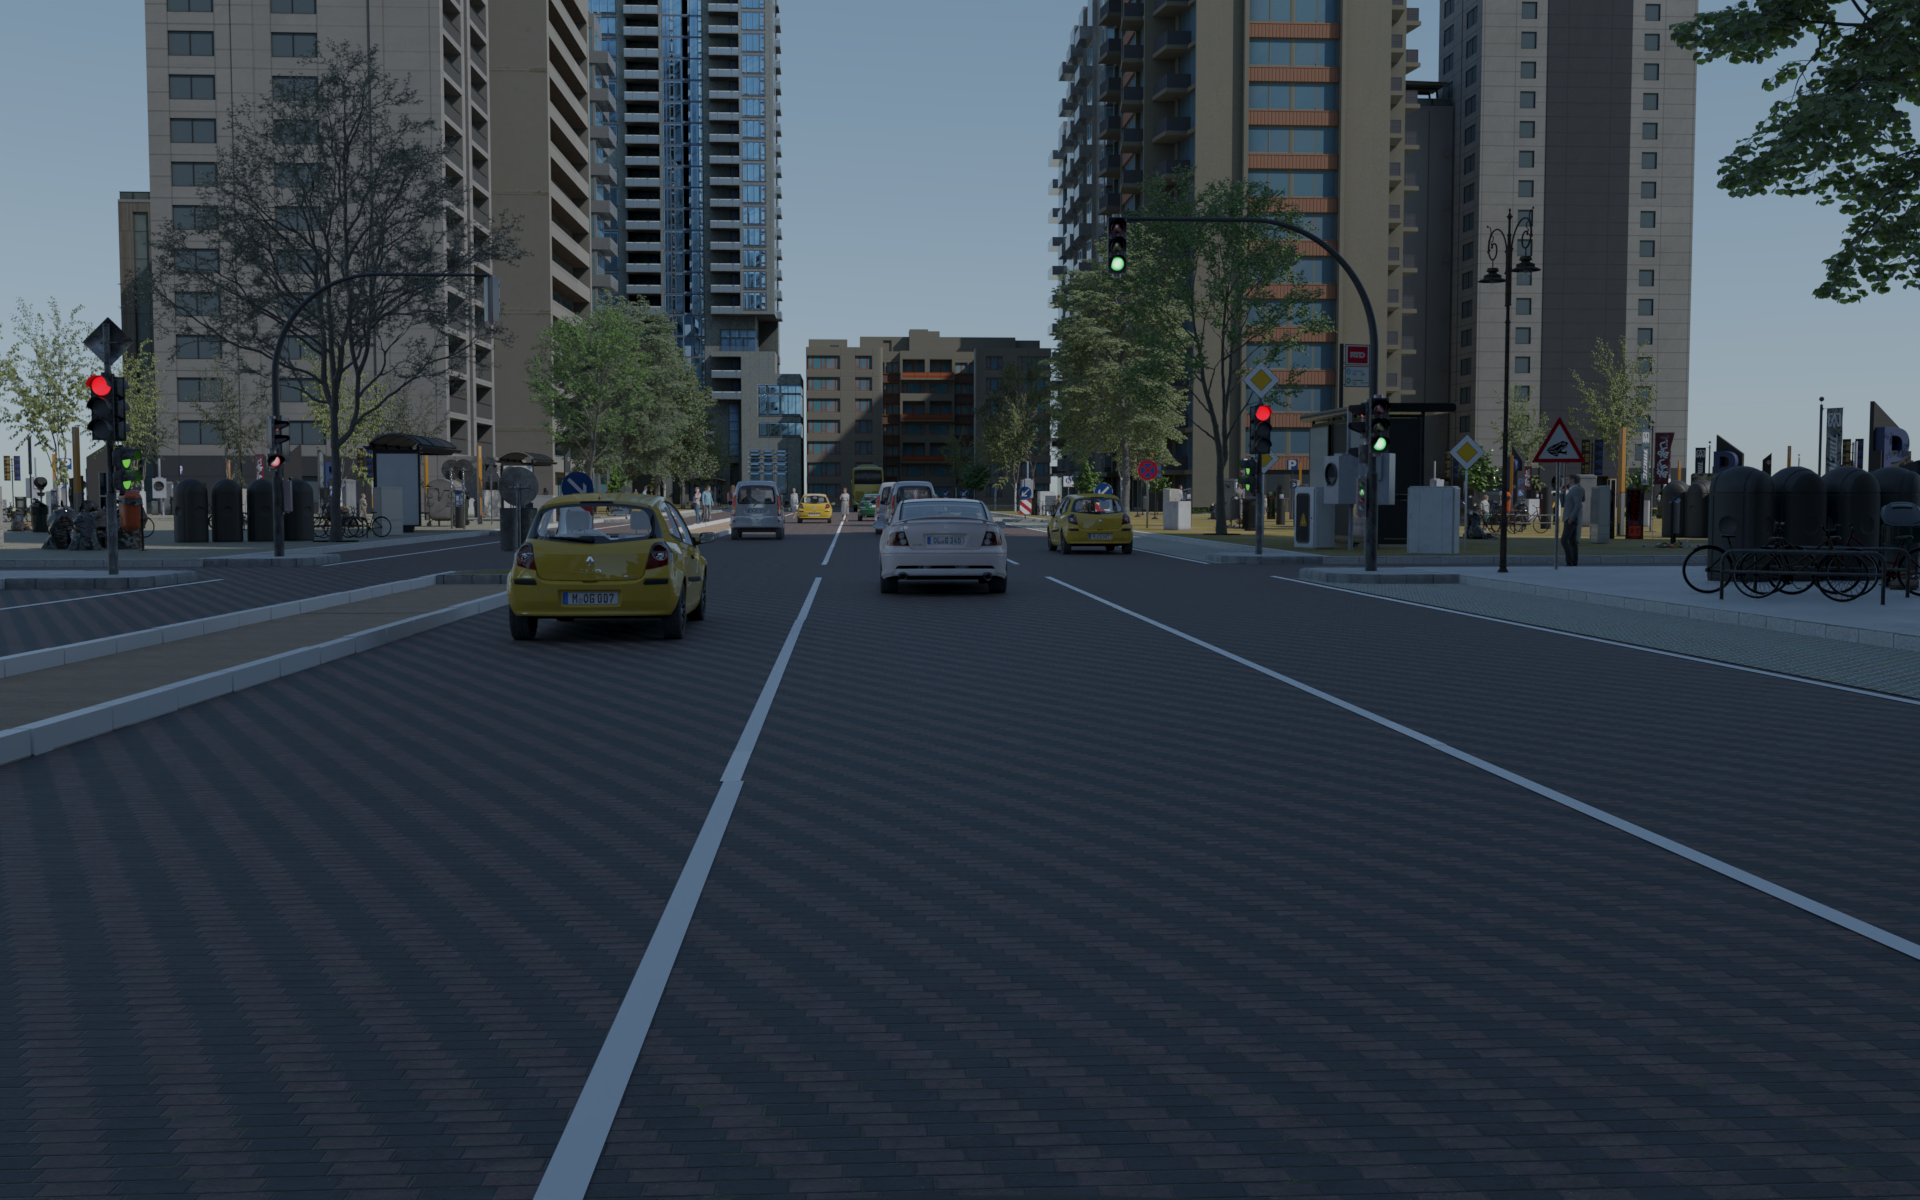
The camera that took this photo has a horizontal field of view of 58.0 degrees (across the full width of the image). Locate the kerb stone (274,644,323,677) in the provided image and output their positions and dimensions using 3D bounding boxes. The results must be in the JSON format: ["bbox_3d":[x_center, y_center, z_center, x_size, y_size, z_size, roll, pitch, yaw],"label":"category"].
[{"bbox_3d":[-5.409,0.498,14.054,0.120,0.150,1.000,0,4,-3],"label":"kerb stone"}]

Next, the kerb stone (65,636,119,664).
[{"bbox_3d":[-7.572,0.447,14.974,0.120,0.150,1.000,0,4,-3],"label":"kerb stone"}]

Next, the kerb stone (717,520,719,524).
[{"bbox_3d":[-11.657,-3.660,82.039,0.120,0.150,1.000,0,4,-3],"label":"kerb stone"}]

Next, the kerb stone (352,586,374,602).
[{"bbox_3d":[-8.067,-0.055,23.164,0.120,0.150,1.000,0,4,-3],"label":"kerb stone"}]

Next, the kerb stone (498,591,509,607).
[{"bbox_3d":[-5.904,0.000,22.251,0.120,0.150,1.000,0,4,-3],"label":"kerb stone"}]

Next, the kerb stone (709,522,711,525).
[{"bbox_3d":[-11.403,-3.407,77.958,0.120,0.150,1.000,0,4,-3],"label":"kerb stone"}]

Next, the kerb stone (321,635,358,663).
[{"bbox_3d":[-5.472,0.446,15.080,0.120,0.150,1.000,0,4,-3],"label":"kerb stone"}]

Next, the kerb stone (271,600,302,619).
[{"bbox_3d":[-7.884,0.129,20.099,0.120,0.150,1.000,0,4,-3],"label":"kerb stone"}]

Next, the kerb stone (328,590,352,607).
[{"bbox_3d":[-8.013,0.003,22.139,0.120,0.150,1.000,0,4,-3],"label":"kerb stone"}]

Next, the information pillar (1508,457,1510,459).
[{"bbox_3d":[30.771,-6.451,96.828,0.504,3.616,0.183,2,4,27],"label":"information pillar"}]

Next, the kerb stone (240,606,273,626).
[{"bbox_3d":[-7.824,0.191,19.079,0.120,0.150,1.000,0,4,-3],"label":"kerb stone"}]

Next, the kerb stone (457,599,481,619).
[{"bbox_3d":[-5.790,0.122,20.206,0.120,0.150,1.000,0,4,-3],"label":"kerb stone"}]

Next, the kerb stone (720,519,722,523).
[{"bbox_3d":[-11.776,-3.786,84.091,0.120,0.150,1.000,0,4,-3],"label":"kerb stone"}]

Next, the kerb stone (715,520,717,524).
[{"bbox_3d":[-11.585,-3.598,81.019,0.120,0.150,1.000,0,4,-3],"label":"kerb stone"}]

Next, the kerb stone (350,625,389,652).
[{"bbox_3d":[-5.530,0.373,16.101,0.120,0.150,1.000,0,4,-3],"label":"kerb stone"}]

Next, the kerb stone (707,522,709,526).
[{"bbox_3d":[-11.342,-3.348,76.931,0.120,0.150,1.000,0,4,-3],"label":"kerb stone"}]

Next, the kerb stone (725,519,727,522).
[{"bbox_3d":[-11.972,-3.973,87.156,0.120,0.150,1.000,0,4,-3],"label":"kerb stone"}]

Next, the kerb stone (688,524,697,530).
[{"bbox_3d":[-10.967,-2.968,70.787,0.120,0.150,1.000,0,4,-3],"label":"kerb stone"}]

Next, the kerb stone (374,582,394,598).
[{"bbox_3d":[-8.133,-0.122,24.192,0.120,0.150,1.000,0,4,-3],"label":"kerb stone"}]

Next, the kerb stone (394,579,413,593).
[{"bbox_3d":[-8.189,-0.185,25.213,0.120,0.150,1.000,0,4,-3],"label":"kerb stone"}]

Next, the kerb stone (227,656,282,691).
[{"bbox_3d":[-5.347,0.560,13.034,0.120,0.150,1.000,0,4,-3],"label":"kerb stone"}]

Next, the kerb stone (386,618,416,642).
[{"bbox_3d":[-5.595,0.311,17.136,0.120,0.150,1.000,0,4,-3],"label":"kerb stone"}]

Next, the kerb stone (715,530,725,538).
[{"bbox_3d":[-8.125,-2.230,58.652,0.120,0.150,1.000,0,4,-3],"label":"kerb stone"}]

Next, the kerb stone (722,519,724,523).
[{"bbox_3d":[-11.837,-3.848,85.111,0.120,0.150,1.000,0,4,-3],"label":"kerb stone"}]

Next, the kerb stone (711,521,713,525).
[{"bbox_3d":[-11.466,-3.473,78.978,0.120,0.150,1.000,0,4,-3],"label":"kerb stone"}]

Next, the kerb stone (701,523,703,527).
[{"bbox_3d":[-11.162,-3.160,73.856,0.120,0.150,1.000,0,4,-3],"label":"kerb stone"}]

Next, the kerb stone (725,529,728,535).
[{"bbox_3d":[-8.188,-2.292,59.674,0.120,0.150,1.000,0,4,-3],"label":"kerb stone"}]

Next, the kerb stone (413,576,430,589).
[{"bbox_3d":[-8.250,-0.239,26.233,0.120,0.150,1.000,0,4,-3],"label":"kerb stone"}]

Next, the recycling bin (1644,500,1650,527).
[{"bbox_3d":[26.698,-3.394,68.048,0.722,1.027,0.722,1,4,21],"label":"recycling bin"}]

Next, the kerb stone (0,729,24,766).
[{"bbox_3d":[-5.103,0.810,8.951,0.120,0.150,1.000,0,4,-3],"label":"kerb stone"}]

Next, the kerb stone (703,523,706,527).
[{"bbox_3d":[-11.213,-3.217,74.883,0.120,0.150,1.000,0,4,-3],"label":"kerb stone"}]

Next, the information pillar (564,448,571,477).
[{"bbox_3d":[-20.116,-5.959,88.788,0.183,3.616,0.504,1,4,23],"label":"information pillar"}]

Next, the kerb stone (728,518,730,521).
[{"bbox_3d":[-12.082,-4.093,89.207,0.120,0.150,1.000,0,4,-3],"label":"kerb stone"}]

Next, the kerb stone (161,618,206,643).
[{"bbox_3d":[-7.695,0.315,17.039,0.120,0.150,1.000,0,4,-3],"label":"kerb stone"}]

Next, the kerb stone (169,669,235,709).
[{"bbox_3d":[-5.290,0.623,12.014,0.120,0.150,1.000,0,4,-3],"label":"kerb stone"}]

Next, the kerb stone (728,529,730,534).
[{"bbox_3d":[-8.249,-2.350,60.696,0.120,0.150,1.000,0,4,-3],"label":"kerb stone"}]

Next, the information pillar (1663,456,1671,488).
[{"bbox_3d":[37.878,-6.202,92.764,0.504,3.616,0.183,-2,4,-32],"label":"information pillar"}]

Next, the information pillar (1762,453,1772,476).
[{"bbox_3d":[45.489,-6.502,97.663,0.504,3.616,0.183,1,4,21],"label":"information pillar"}]

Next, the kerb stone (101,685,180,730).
[{"bbox_3d":[-5.222,0.685,10.994,0.120,0.150,1.000,0,4,-3],"label":"kerb stone"}]

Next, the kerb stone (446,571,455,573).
[{"bbox_3d":[-8.377,-0.372,28.278,0.120,0.150,1.000,0,4,-3],"label":"kerb stone"}]

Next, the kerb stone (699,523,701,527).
[{"bbox_3d":[-11.095,-3.096,72.828,0.120,0.150,1.000,0,4,-3],"label":"kerb stone"}]

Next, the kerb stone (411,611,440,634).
[{"bbox_3d":[-5.660,0.248,18.164,0.120,0.150,1.000,0,4,-3],"label":"kerb stone"}]

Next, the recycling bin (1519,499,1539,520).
[{"bbox_3d":[28.594,-4.555,87.033,0.722,1.027,0.722,-2,4,-24],"label":"recycling bin"}]

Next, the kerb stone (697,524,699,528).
[{"bbox_3d":[-11.034,-3.034,71.807,0.120,0.150,1.000,0,4,-3],"label":"kerb stone"}]

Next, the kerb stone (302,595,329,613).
[{"bbox_3d":[-7.940,0.066,21.120,0.120,0.150,1.000,0,4,-3],"label":"kerb stone"}]

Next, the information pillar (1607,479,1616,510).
[{"bbox_3d":[31.704,-4.881,84.292,0.304,2.012,0.304,0,4,-8],"label":"information pillar"}]

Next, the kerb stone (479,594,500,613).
[{"bbox_3d":[-5.840,0.059,21.231,0.120,0.150,1.000,0,4,-3],"label":"kerb stone"}]

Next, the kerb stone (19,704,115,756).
[{"bbox_3d":[-5.156,0.748,9.972,0.120,0.150,1.000,0,4,-3],"label":"kerb stone"}]

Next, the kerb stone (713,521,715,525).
[{"bbox_3d":[-11.530,-3.535,79.998,0.120,0.150,1.000,0,4,-3],"label":"kerb stone"}]

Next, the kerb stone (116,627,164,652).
[{"bbox_3d":[-7.640,0.384,16.008,0.120,0.150,1.000,0,4,-3],"label":"kerb stone"}]

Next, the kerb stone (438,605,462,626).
[{"bbox_3d":[-5.724,0.191,19.187,0.120,0.150,1.000,0,4,-3],"label":"kerb stone"}]

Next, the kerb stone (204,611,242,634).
[{"bbox_3d":[-7.757,0.253,18.059,0.120,0.150,1.000,0,4,-3],"label":"kerb stone"}]

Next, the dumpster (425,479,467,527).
[{"bbox_3d":[-20.287,-3.826,68.313,1.264,1.857,1.865,0,4,-3],"label":"dumpster"}]

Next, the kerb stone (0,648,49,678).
[{"bbox_3d":[-7.508,0.505,13.954,0.120,0.150,1.000,0,4,-3],"label":"kerb stone"}]

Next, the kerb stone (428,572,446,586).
[{"bbox_3d":[-8.316,-0.310,27.258,0.120,0.150,1.000,0,4,-3],"label":"kerb stone"}]

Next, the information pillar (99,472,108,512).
[{"bbox_3d":[-27.879,-3.184,56.551,0.304,2.012,0.304,0,4,2],"label":"information pillar"}]
